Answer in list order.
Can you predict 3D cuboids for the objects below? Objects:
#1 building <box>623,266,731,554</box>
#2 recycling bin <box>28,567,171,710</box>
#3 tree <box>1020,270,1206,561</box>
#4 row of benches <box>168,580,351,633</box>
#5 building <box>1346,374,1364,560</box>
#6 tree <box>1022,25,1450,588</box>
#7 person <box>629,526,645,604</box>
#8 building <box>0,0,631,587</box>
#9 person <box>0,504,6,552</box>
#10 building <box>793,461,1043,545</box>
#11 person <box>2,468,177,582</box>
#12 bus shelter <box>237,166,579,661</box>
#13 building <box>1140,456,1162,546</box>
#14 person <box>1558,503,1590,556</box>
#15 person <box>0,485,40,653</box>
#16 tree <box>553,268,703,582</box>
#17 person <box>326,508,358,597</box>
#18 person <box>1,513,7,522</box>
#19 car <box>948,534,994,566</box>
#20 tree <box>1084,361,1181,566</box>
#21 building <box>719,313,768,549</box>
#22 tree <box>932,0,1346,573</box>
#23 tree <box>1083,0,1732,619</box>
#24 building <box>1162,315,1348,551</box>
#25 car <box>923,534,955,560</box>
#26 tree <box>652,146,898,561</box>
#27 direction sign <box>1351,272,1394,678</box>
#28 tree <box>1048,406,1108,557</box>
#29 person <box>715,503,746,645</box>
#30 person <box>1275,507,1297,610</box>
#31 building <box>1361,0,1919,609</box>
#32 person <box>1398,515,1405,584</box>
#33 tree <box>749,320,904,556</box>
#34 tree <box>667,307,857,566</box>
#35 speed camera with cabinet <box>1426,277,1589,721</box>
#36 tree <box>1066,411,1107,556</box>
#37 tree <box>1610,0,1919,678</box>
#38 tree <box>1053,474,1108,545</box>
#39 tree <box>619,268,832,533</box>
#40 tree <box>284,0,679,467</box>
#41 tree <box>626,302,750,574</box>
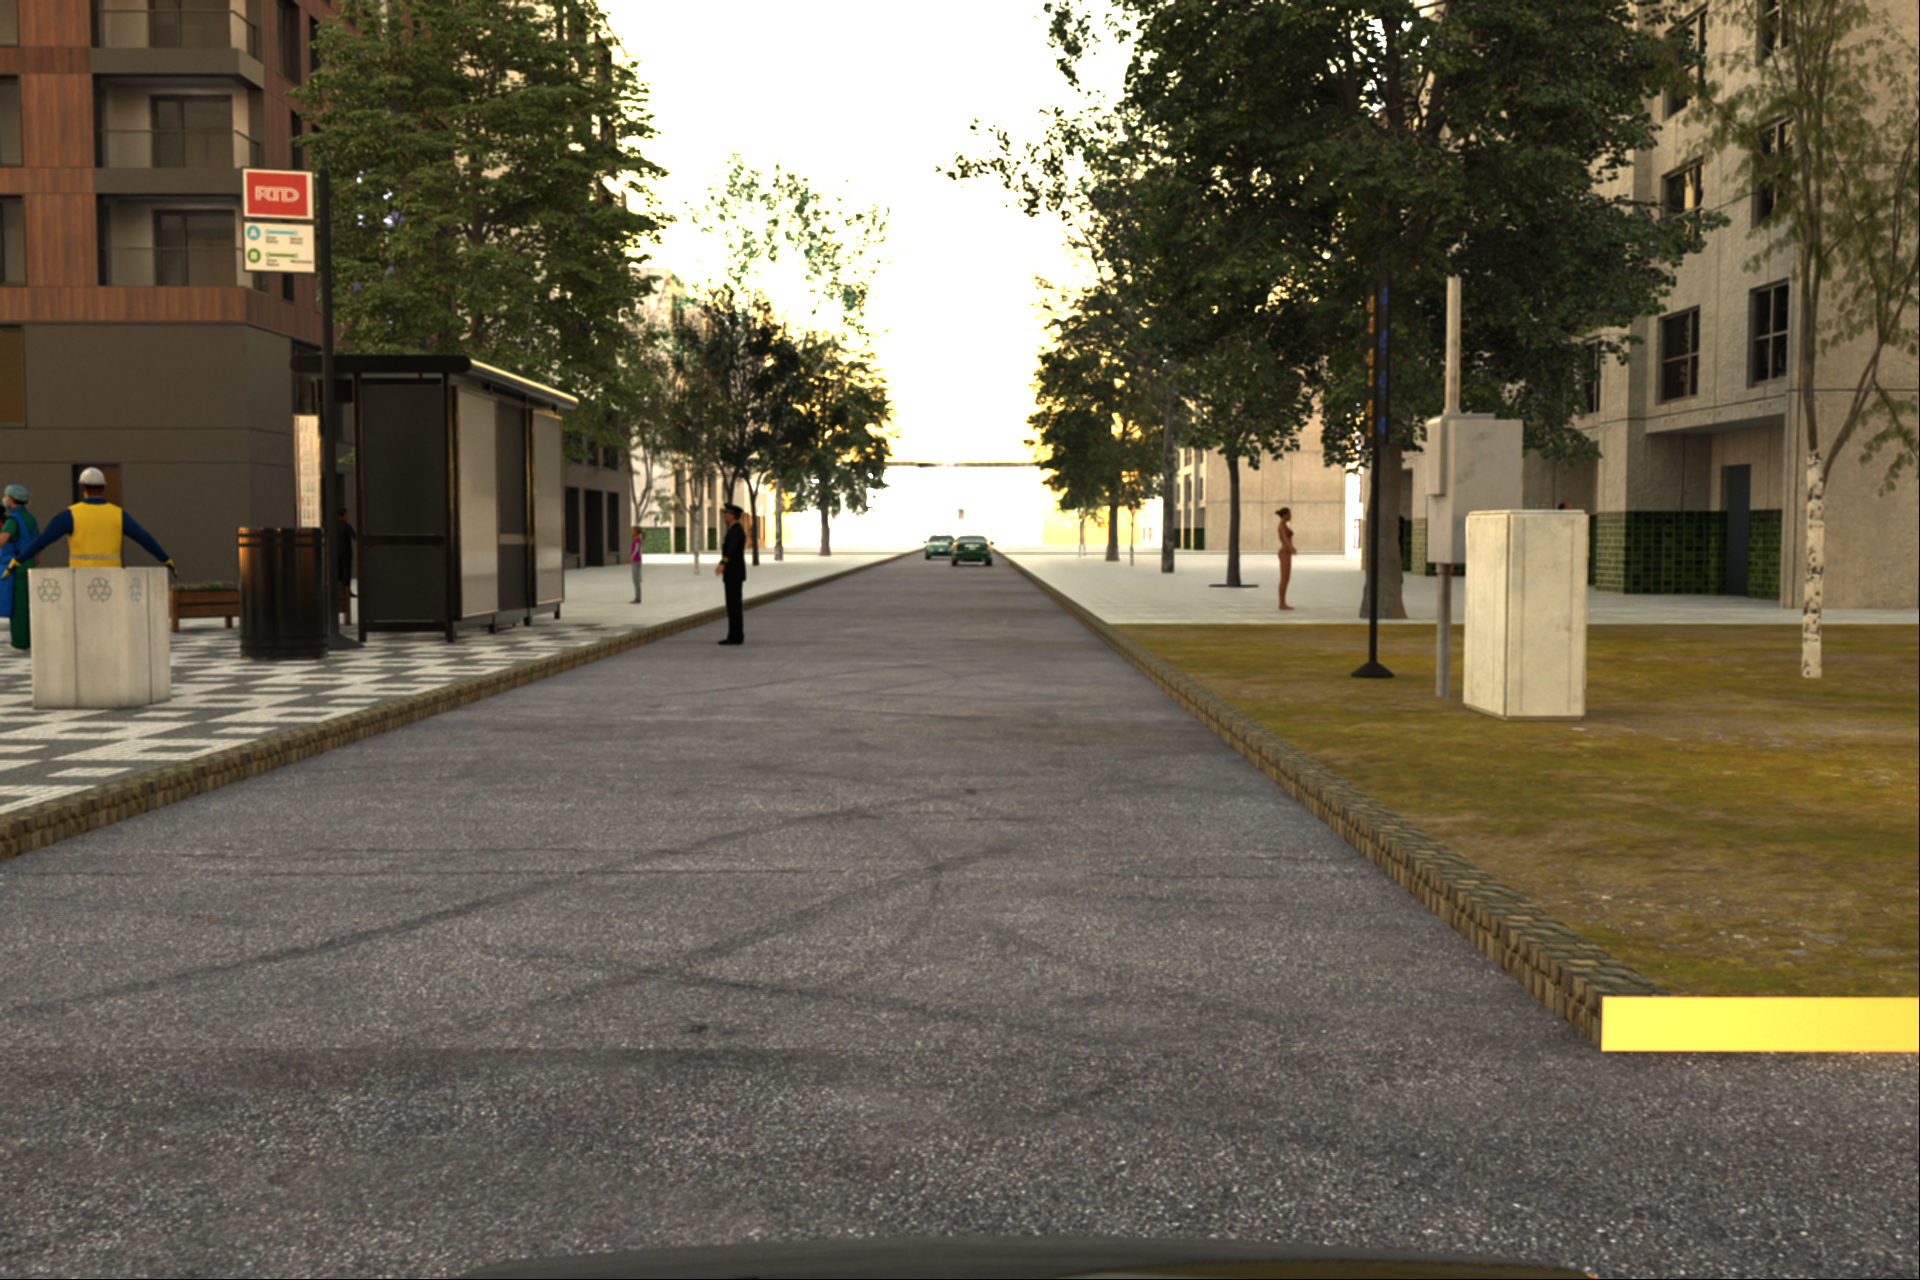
[{"bbox_3d":[-27.680,-16.144,130.414,16.747,18.905,31.486,0,4,0],"label":"building"},{"bbox_3d":[-6.422,-0.025,12.959,0.722,1.027,0.722,0,4,2],"label":"recycling bin"},{"bbox_3d":[7.148,-10.696,81.535,9.857,13.997,8.962,0,3,0],"label":"tree"},{"bbox_3d":[-10.152,-0.462,23.009,1.422,0.672,4.104,3,5,41],"label":"row of benches"},{"bbox_3d":[24.229,-8.129,75.049,9.099,9.664,28.070,0,4,0],"label":"building"},{"bbox_3d":[6.624,-8.018,41.469,12.009,13.543,11.850,0,3,0],"label":"tree"},{"bbox_3d":[-6.034,-1.388,31.956,0.599,1.433,0.991,-1,4,-9],"label":"person"},{"bbox_3d":[-27.899,-13.067,57.623,27.936,21.610,32.646,0,4,-1],"label":"building"},{"bbox_3d":[-17.561,-1.561,31.671,1.345,1.843,0.704,0,4,6],"label":"person"},{"bbox_3d":[-4.671,-15.585,199.423,28.070,9.664,9.099,1,4,8],"label":"building"},{"bbox_3d":[-7.234,-0.520,14.478,1.349,1.833,0.705,-3,5,-39],"label":"person"},{"bbox_3d":[-6.788,-2.697,21.731,2.179,5.291,8.768,0,4,-1],"label":"bus shelter"},{"bbox_3d":[24.595,-14.536,179.815,9.099,9.664,28.070,0,3,0],"label":"building"},{"bbox_3d":[10.011,-1.370,28.669,1.348,1.796,0.705,-3,5,-44],"label":"person"},{"bbox_3d":[-10.257,-0.776,18.812,0.704,1.817,1.347,0,4,-5],"label":"person"},{"bbox_3d":[-8.512,-5.879,46.482,4.360,8.622,3.978,0,3,0],"label":"tree"},{"bbox_3d":[-12.454,-1.765,35.085,1.346,1.802,0.704,2,4,33],"label":"person"},{"bbox_3d":[-21.444,-2.018,38.781,1.354,1.856,0.705,1,4,14],"label":"person"},{"bbox_3d":[0.525,-4.107,78.946,2.131,1.459,4.920,0,4,-1],"label":"car"},{"bbox_3d":[6.932,-7.299,69.709,4.360,8.622,3.978,0,3,0],"label":"tree"},{"bbox_3d":[-23.050,-17.898,149.047,16.016,20.090,11.380,0,4,0],"label":"building"},{"bbox_3d":[5.576,-12.346,57.741,12.611,20.169,13.585,0,3,0],"label":"tree"},{"bbox_3d":[6.520,-7.304,26.082,9.857,13.997,8.962,0,3,0],"label":"tree"},{"bbox_3d":[27.254,-17.166,147.128,16.747,18.905,31.486,0,4,1],"label":"building"},{"bbox_3d":[-1.036,-5.301,98.462,2.131,1.459,4.920,0,4,0],"label":"car"},{"bbox_3d":[-8.967,-13.973,84.349,12.611,20.169,13.585,0,3,0],"label":"tree"},{"bbox_3d":[3.714,-1.436,15.479,0.379,3.537,0.876,0,4,1],"label":"direction sign"},{"bbox_3d":[6.864,-8.897,95.825,4.737,8.622,4.395,0,3,0],"label":"tree"},{"bbox_3d":[-2.972,-0.864,22.523,0.705,1.837,1.347,0,4,0],"label":"person"},{"bbox_3d":[5.610,-1.388,29.492,0.721,1.733,1.217,0,4,6],"label":"person"},{"bbox_3d":[22.496,-10.901,44.695,16.747,18.905,31.486,0,3,0],"label":"building"},{"bbox_3d":[10.745,-2.206,42.791,0.721,1.740,1.216,1,4,22],"label":"person"},{"bbox_3d":[-8.010,-11.941,101.882,9.857,13.997,8.962,0,3,0],"label":"tree"},{"bbox_3d":[-8.250,-8.320,70.444,8.767,10.594,7.601,0,4,4],"label":"tree"},{"bbox_3d":[4.003,-1.127,12.765,0.660,3.252,2.038,0,4,0],"label":"speed camera with cabinet"},{"bbox_3d":[7.357,-9.314,102.642,4.360,8.622,3.978,0,3,0],"label":"tree"},{"bbox_3d":[7.511,-3.983,15.487,4.360,8.622,3.978,0,3,0],"label":"tree"},{"bbox_3d":[14.551,-17.326,201.405,7.486,12.596,7.792,0,3,0],"label":"tree"},{"bbox_3d":[-8.425,-7.795,61.856,8.767,10.594,7.601,1,4,8],"label":"tree"},{"bbox_3d":[-8.732,-6.937,31.544,7.486,12.596,7.792,0,3,0],"label":"tree"},{"bbox_3d":[-8.310,-6.380,54.679,4.360,8.622,3.978,0,3,0],"label":"tree"}]
